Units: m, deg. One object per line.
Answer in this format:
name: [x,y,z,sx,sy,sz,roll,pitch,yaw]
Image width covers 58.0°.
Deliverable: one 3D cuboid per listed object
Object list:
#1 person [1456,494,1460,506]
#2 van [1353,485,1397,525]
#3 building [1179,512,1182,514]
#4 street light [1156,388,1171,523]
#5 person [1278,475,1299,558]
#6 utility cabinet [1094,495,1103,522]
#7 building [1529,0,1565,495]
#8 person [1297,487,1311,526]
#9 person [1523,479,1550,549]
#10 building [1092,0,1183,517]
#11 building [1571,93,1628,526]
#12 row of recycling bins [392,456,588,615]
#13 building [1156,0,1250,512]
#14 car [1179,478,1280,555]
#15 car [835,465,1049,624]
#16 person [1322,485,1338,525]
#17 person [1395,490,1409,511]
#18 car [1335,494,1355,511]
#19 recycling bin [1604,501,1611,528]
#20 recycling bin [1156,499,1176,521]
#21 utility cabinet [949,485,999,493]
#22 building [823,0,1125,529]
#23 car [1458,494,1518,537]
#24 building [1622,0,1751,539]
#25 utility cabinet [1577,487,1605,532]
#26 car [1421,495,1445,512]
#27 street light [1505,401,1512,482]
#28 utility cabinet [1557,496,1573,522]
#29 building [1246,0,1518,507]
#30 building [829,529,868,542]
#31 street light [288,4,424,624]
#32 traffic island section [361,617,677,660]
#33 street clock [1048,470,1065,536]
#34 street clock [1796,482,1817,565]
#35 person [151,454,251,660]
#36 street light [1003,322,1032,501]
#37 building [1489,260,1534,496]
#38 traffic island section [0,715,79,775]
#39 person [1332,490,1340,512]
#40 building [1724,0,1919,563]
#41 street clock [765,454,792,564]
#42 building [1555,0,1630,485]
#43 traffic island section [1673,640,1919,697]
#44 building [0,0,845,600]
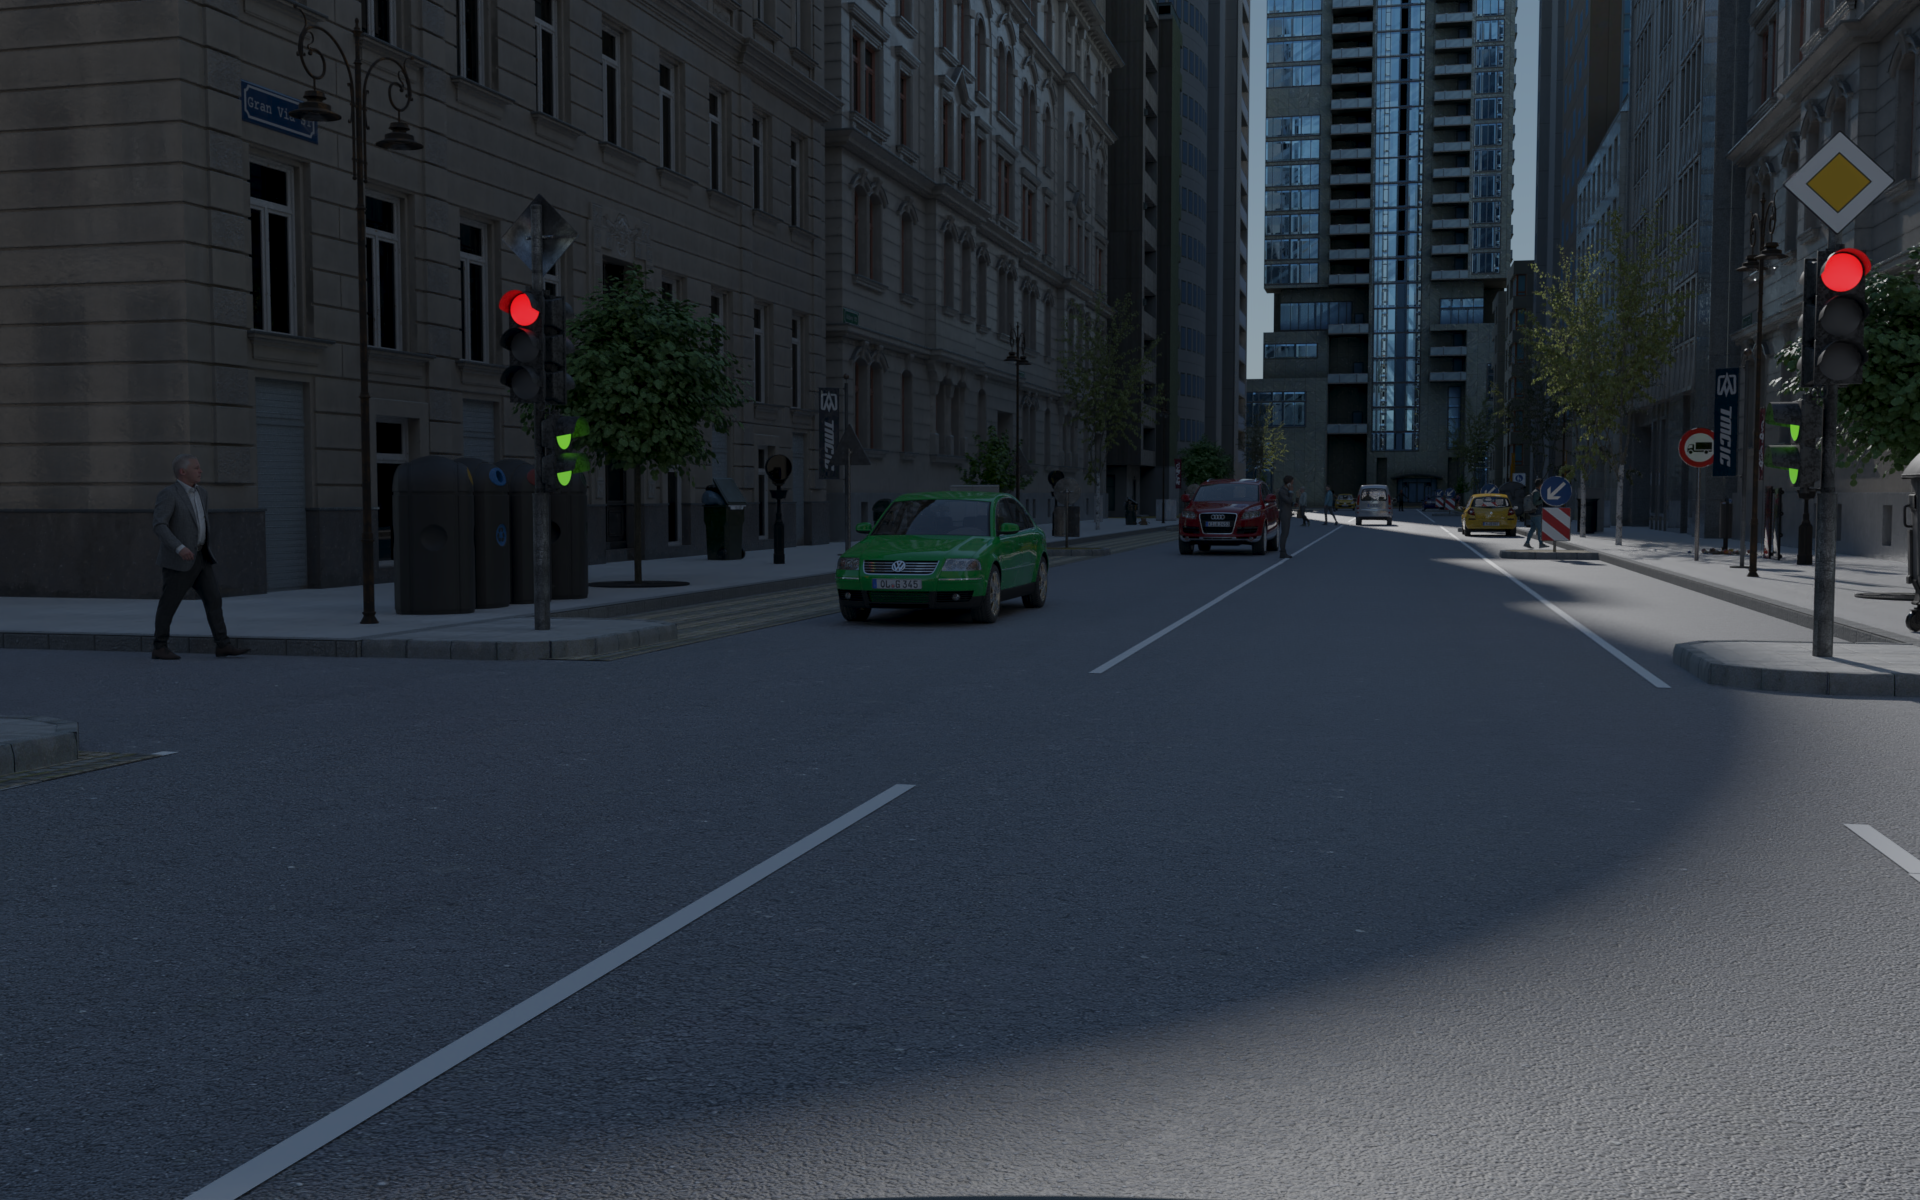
person: [47.649,-9.421,165.758,0.421,1.427,0.697,1,4,18]
van: [19.363,-4.521,80.923,2.013,2.044,4.112,1,4,14]
building: [6.327,-35.319,119.464,21.231,58.520,28.212,1,4,14]
street light: [8.914,-6.299,75.775,0.468,5.910,1.993,1,4,14]
person: [7.341,-1.860,38.714,0.447,1.846,0.655,1,4,12]
utility cabinet: [6.282,-4.129,78.674,0.306,1.237,1.020,1,4,12]
building: [47.781,-34.743,110.043,21.231,58.520,28.212,1,4,14]
person: [15.272,-4.156,76.944,0.515,1.767,0.782,0,4,-2]
person: [15.014,-2.234,45.017,0.713,1.824,0.794,2,4,30]
building: [4.747,-20.003,98.745,14.160,30.474,14.107,1,4,14]
building: [33.297,-13.530,75.971,10.420,20.320,16.860,1,4,14]
row of recycling bins: [-5.388,-0.788,19.994,1.069,1.692,3.534,1,4,14]
building: [11.087,-37.407,153.596,28.212,58.520,21.231,1,4,14]
car: [6.645,-2.063,42.405,2.281,1.827,5.304,1,4,16]
car: [-0.121,-0.729,20.708,1.959,1.807,4.718,1,4,14]
person: [16.903,-4.333,79.204,0.748,1.841,0.638,3,5,40]
person: [36.649,-8.266,143.794,1.348,1.807,0.705,-1,4,-16]
car: [33.470,-8.579,150.484,2.015,1.641,3.980,1,4,13]
recycling bin: [24.597,-3.312,66.713,0.722,1.027,0.722,0,4,4]
recycling bin: [9.859,-4.297,82.805,0.722,1.027,0.722,-3,5,-40]
utility cabinet: [0.345,-2.042,42.067,1.173,1.500,0.318,1,4,12]
building: [-0.972,-17.934,80.610,14.401,28.519,23.554,1,4,14]
car: [18.266,-3.035,59.847,2.015,1.641,3.980,1,4,14]
building: [29.700,-14.637,57.344,12.078,24.808,19.932,1,4,14]
utility cabinet: [20.924,-2.984,57.462,1.173,1.500,0.318,-3,5,-40]
car: [38.987,-7.957,142.669,1.945,1.354,3.894,1,4,13]
street light: [26.836,-6.853,84.834,0.468,5.910,1.993,1,4,14]
utility cabinet: [28.210,-4.262,80.848,0.306,1.237,1.020,-1,4,-10]
building: [44.132,-53.089,180.674,31.000,86.520,22.319,1,4,14]
building: [-6.351,-16.518,57.457,14.401,28.519,23.554,1,4,14]
street light: [-5.854,-2.703,16.986,0.468,5.910,1.993,1,4,14]
traffic island section: [-3.968,0.360,16.396,2.009,0.180,2.903,1,4,14]
street clock: [2.929,-2.950,52.800,0.471,2.002,0.358,-2,4,-26]
street clock: [15.289,-1.634,31.290,0.358,2.002,0.471,-2,4,-29]
person: [-6.624,-0.374,15.010,0.834,1.777,0.661,0,4,6]
street light: [1.549,-4.515,46.601,0.468,5.910,1.993,1,4,14]
building: [57.836,-17.981,139.026,27.650,21.520,28.899,1,4,14]
traffic island section: [-5.915,0.834,8.651,2.009,0.180,2.903,1,4,14]
person: [30.395,-8.049,140.822,0.721,1.735,1.217,-3,4,-38]
building: [25.157,-15.199,35.889,14.401,28.519,23.554,1,4,14]
street clock: [-3.322,-1.662,31.747,0.471,2.002,0.358,-1,4,-14]
building: [39.440,-26.939,90.568,14.600,45.320,14.200,1,4,14]
traffic island section: [6.837,0.526,13.685,2.009,0.180,2.903,1,4,14]
building: [-11.764,-14.431,33.203,12.463,27.353,25.104,1,4,14]
